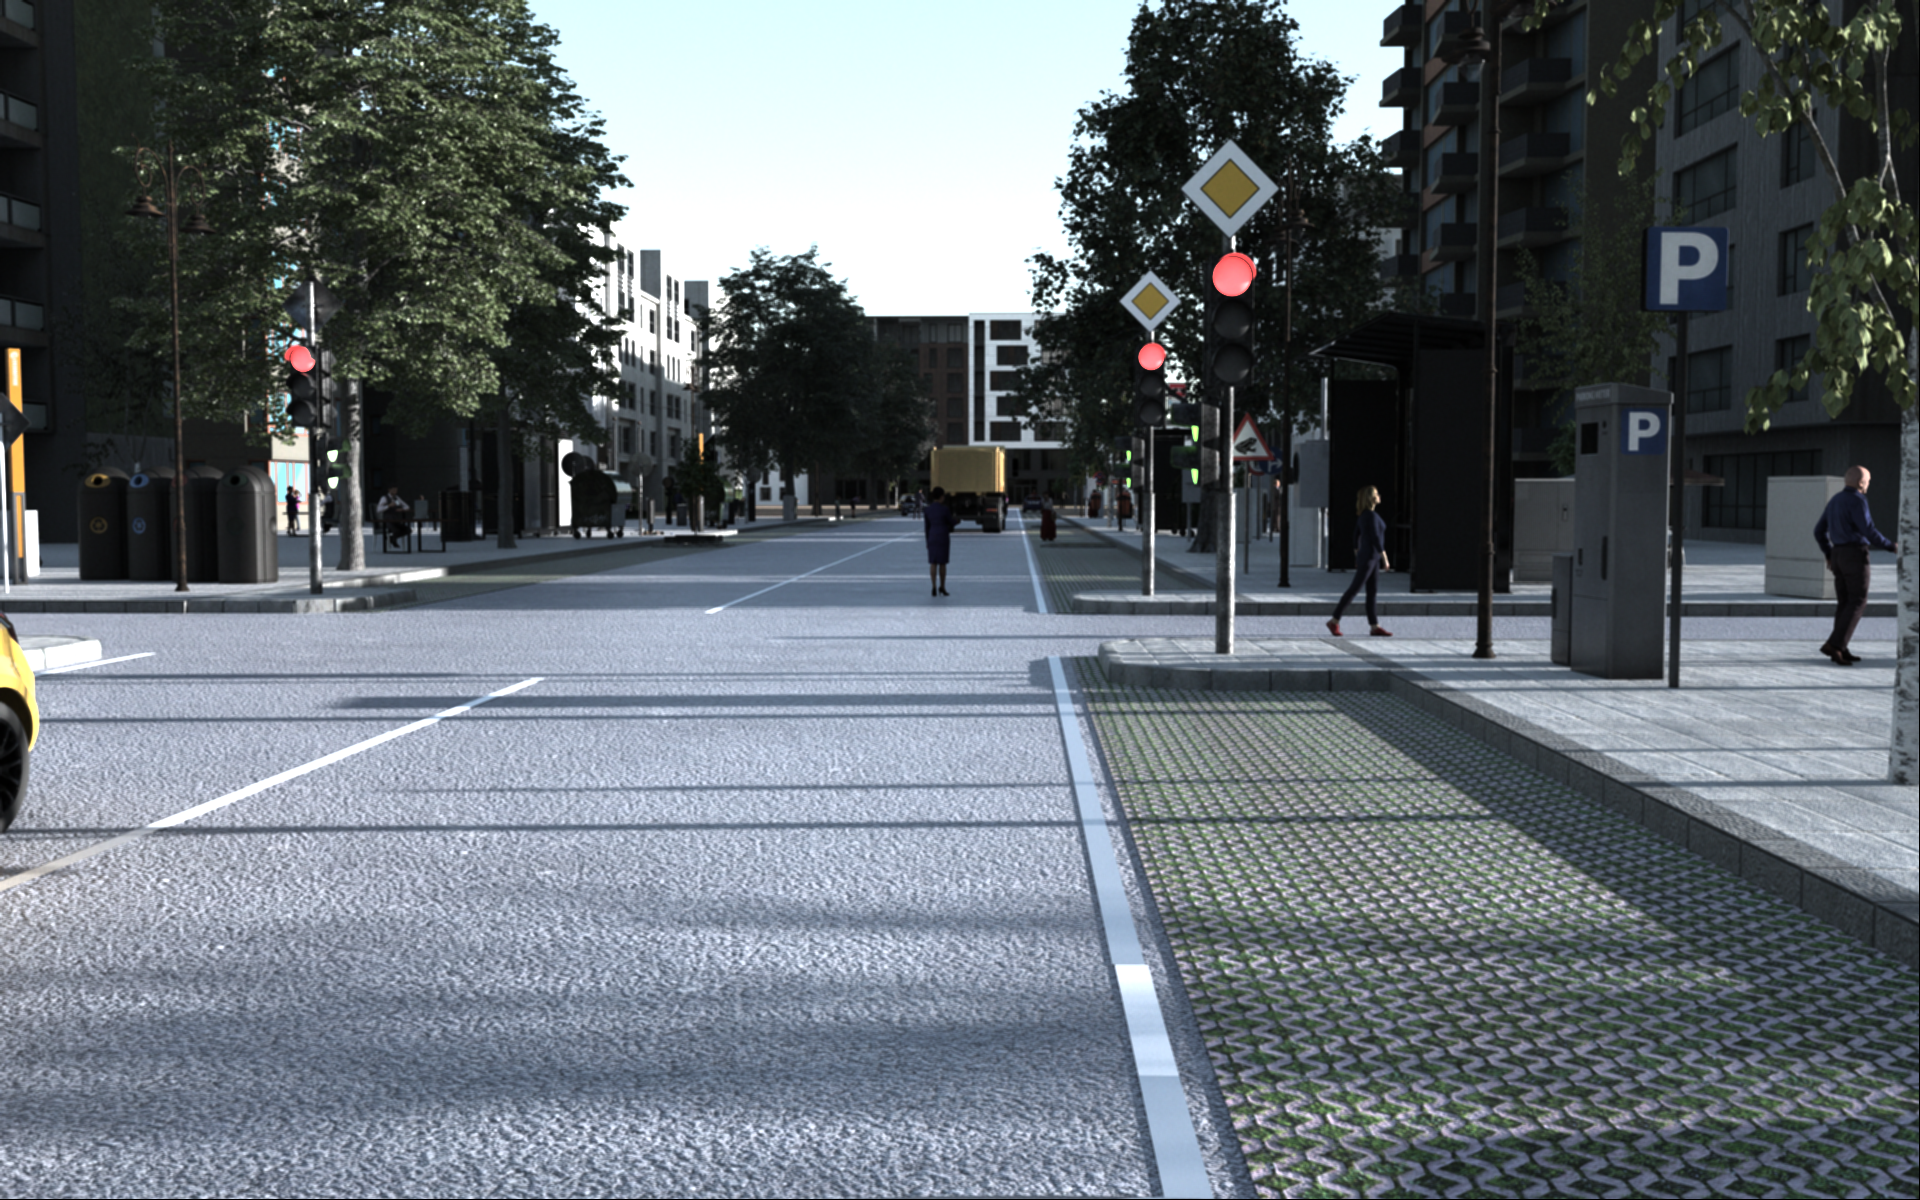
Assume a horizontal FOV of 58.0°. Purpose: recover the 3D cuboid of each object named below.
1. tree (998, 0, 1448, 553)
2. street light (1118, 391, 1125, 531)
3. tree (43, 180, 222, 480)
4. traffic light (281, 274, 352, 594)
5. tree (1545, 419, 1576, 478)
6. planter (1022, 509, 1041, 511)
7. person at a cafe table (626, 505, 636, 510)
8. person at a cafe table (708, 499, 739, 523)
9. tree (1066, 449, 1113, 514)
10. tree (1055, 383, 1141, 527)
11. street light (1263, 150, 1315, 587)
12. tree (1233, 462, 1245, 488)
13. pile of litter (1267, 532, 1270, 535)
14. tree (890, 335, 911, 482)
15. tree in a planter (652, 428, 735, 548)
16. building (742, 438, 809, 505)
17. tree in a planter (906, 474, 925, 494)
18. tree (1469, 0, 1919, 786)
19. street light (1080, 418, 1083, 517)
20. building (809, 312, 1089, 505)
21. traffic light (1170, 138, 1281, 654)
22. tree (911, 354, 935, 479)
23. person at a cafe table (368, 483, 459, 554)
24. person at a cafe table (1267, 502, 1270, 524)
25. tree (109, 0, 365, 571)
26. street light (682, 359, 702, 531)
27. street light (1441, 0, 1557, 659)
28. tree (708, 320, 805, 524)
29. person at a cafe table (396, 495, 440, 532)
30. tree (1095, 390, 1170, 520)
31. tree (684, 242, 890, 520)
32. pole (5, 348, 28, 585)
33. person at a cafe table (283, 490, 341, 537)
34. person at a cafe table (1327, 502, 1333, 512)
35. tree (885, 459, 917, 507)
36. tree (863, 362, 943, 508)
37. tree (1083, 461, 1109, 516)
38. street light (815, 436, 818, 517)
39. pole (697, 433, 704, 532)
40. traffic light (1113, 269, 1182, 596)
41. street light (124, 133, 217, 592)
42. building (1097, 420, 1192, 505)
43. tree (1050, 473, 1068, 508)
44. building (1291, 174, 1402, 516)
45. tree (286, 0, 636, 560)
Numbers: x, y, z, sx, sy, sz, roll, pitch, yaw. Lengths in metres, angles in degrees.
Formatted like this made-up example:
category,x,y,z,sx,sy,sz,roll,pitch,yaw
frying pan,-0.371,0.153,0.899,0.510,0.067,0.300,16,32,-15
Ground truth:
category,x,y,z,sx,sy,sz,roll,pitch,yaw
tree,5.612,-7.390,37.842,9.611,12.733,9.660,0,3,0
street light,5.603,-5.348,60.234,0.468,5.910,1.993,0,4,2
tree,-19.560,-5.541,40.955,4.360,8.622,3.978,0,3,0
traffic light,-8.253,-2.031,22.135,0.839,4.253,0.868,0,4,2
tree,23.867,-4.999,65.447,4.285,4.588,4.351,0,3,0
planter,6.420,-7.930,150.801,1.991,0.319,1.994,0,4,2
person at a cafe table,-18.021,-5.074,91.476,1.698,1.524,1.622,1,4,12
person at a cafe table,-10.807,-4.159,78.865,1.698,1.238,1.726,3,4,38
tree,8.484,-7.866,112.325,4.285,4.588,4.351,0,3,0
tree,5.808,-7.148,67.226,4.737,8.622,4.395,0,3,0
street light,4.474,-3.116,23.732,0.468,5.910,1.993,0,4,2
tree,15.209,-6.072,93.872,1.663,3.219,1.824,0,3,0
pile of litter,9.262,-2.546,55.584,1.176,0.858,1.719,-1,4,-14
tree,-8.626,-12.070,104.000,9.857,13.997,8.962,0,3,0
tree in a planter,-7.188,-3.043,46.969,1.991,3.239,1.994,0,4,2
building,-31.423,-15.838,201.097,28.070,9.664,9.099,0,4,2
tree in a planter,-3.957,-9.415,151.155,1.991,3.239,1.994,0,4,2
tree,3.988,-3.496,7.515,4.737,8.622,4.395,0,3,0
street light,6.781,-7.568,96.517,0.468,5.910,1.993,0,4,2
building,-0.794,-22.323,208.955,32.646,21.610,27.936,0,4,2
traffic light,2.116,-1.524,13.841,0.839,4.253,0.868,0,4,2
tree,-6.754,-14.046,136.311,9.857,13.997,8.962,0,3,0
person at a cafe table,-12.212,-1.803,37.998,1.622,1.524,1.698,2,4,27
person at a cafe table,12.043,-3.660,68.360,1.698,1.524,1.622,1,4,19
tree,-9.861,-6.781,28.993,7.486,12.596,7.792,0,3,0
street light,-9.163,-5.300,59.450,0.468,5.910,1.993,0,4,2
street light,4.113,-2.485,13.415,0.468,5.910,1.993,0,4,2
tree,-9.019,-7.590,74.462,4.360,8.622,3.978,0,3,0
person at a cafe table,-18.657,-2.994,59.821,1.698,1.238,1.726,-1,4,-20
tree,7.768,-8.271,85.596,4.360,8.622,3.978,0,3,0
tree,-8.674,-11.011,86.680,9.857,13.997,8.962,0,3,0
pole,-13.278,-1.867,24.373,0.158,3.312,0.155,0,3,0
person at a cafe table,-19.606,-2.699,52.638,1.622,1.524,1.698,-1,4,-14
person at a cafe table,20.243,-5.160,95.221,1.698,1.238,1.726,3,5,41
tree,-6.310,-13.728,174.818,4.737,8.622,4.395,0,3,0
tree,-6.572,-15.189,158.703,12.009,13.543,11.850,0,3,0
tree,7.625,-6.488,100.685,1.663,3.219,1.824,0,3,0
street light,-7.997,-7.572,96.582,0.468,5.910,1.993,0,4,2
pole,-8.757,-3.948,58.392,0.158,3.312,0.155,0,3,0
traffic light,2.364,-2.012,21.822,0.839,4.253,0.868,0,4,2
street light,-10.272,-3.052,22.694,0.468,5.910,1.993,0,4,2
building,29.419,-15.727,199.287,28.070,9.664,9.099,0,4,2
tree,9.087,-9.895,156.377,1.663,3.219,1.824,0,3,0
building,29.142,-15.399,108.186,16.016,20.091,11.380,0,4,2
tree,-11.090,-7.484,40.483,7.486,12.596,7.792,0,3,0
